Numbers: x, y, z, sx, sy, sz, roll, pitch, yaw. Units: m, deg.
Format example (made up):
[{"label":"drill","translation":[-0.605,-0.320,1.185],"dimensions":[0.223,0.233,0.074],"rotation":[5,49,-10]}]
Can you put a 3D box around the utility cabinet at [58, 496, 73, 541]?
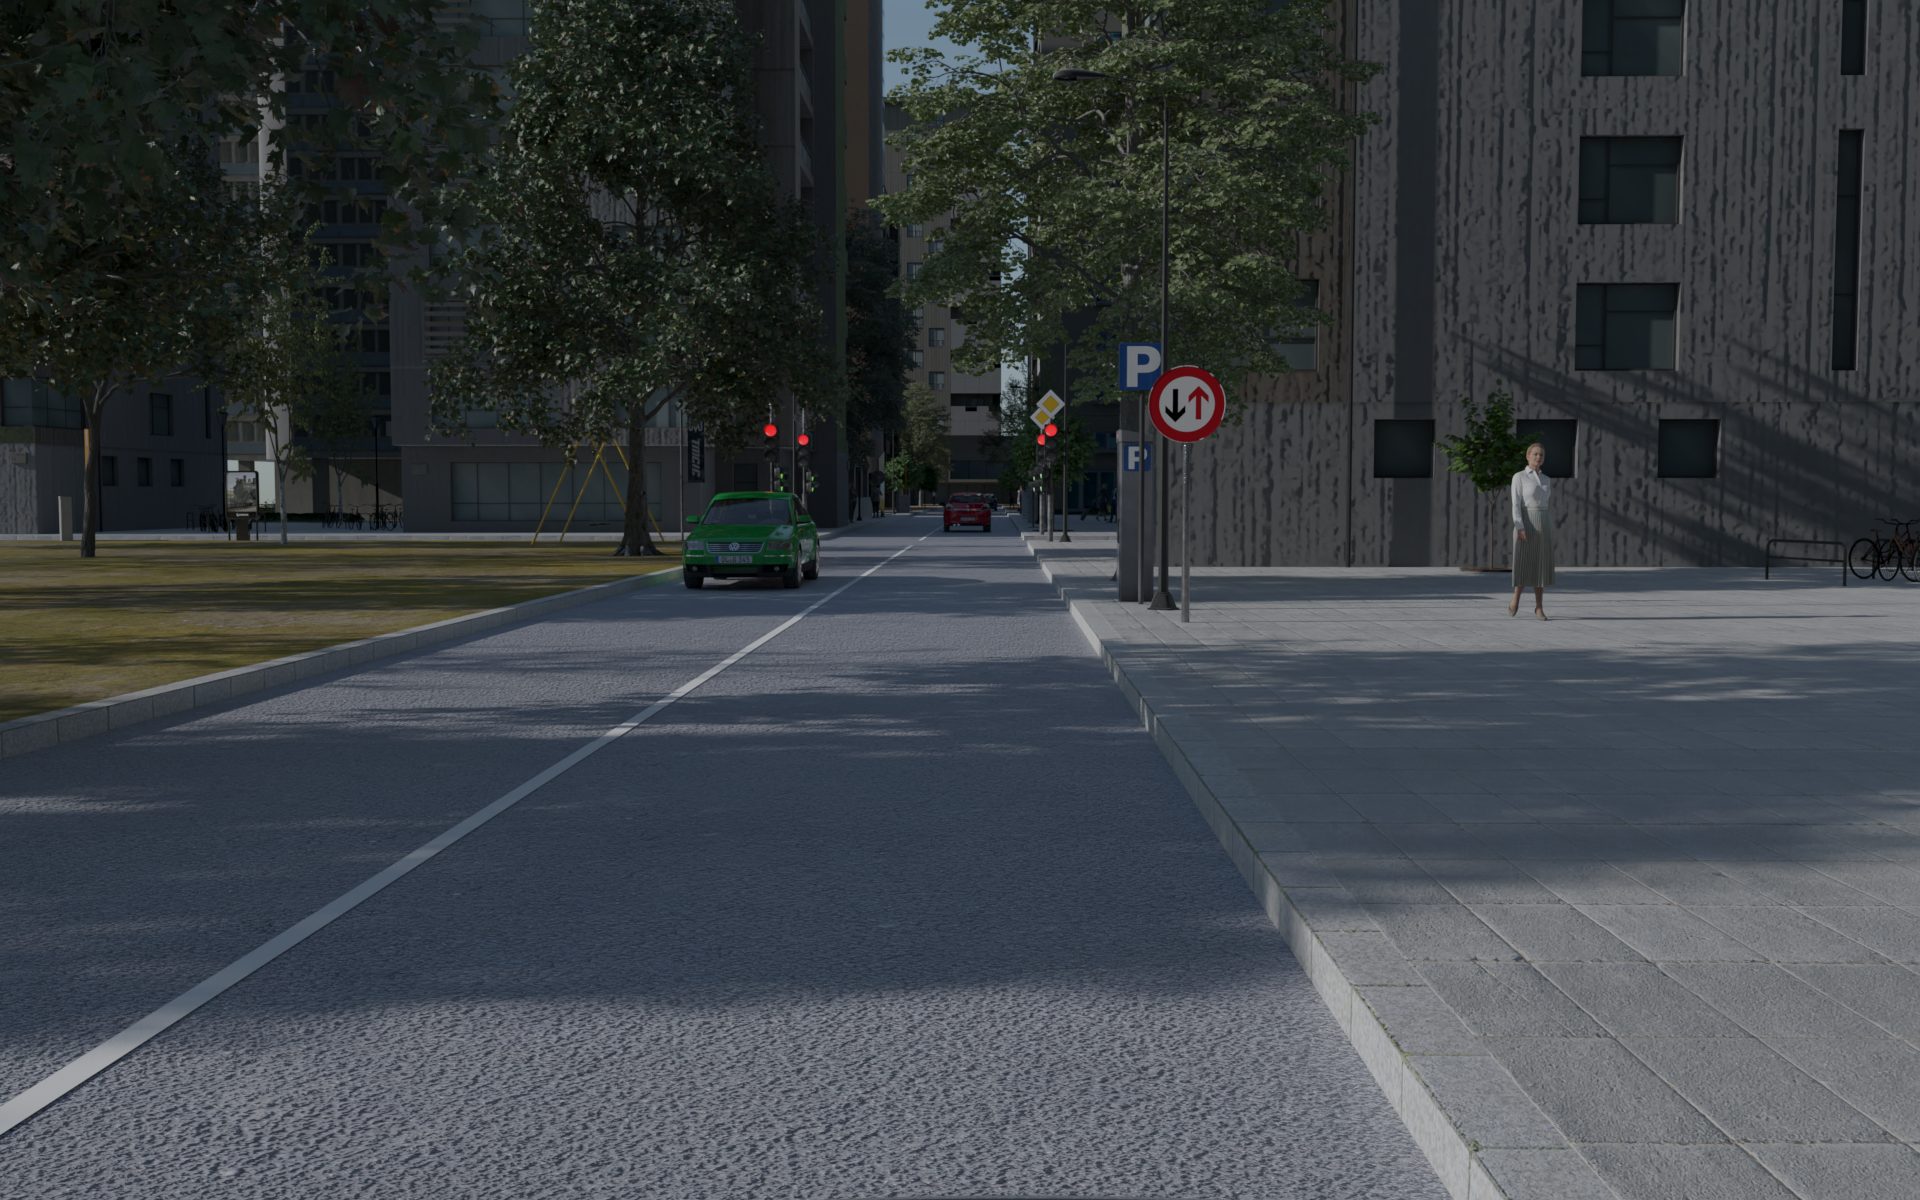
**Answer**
[{"label":"utility cabinet","translation":[-24.633,-2.236,47.728],"dimensions":[0.306,1.237,1.020],"rotation":[-2,4,-30]}]

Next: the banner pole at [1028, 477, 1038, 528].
[{"label":"banner pole","translation":[2.960,-4.642,65.913],"dimensions":[0.863,3.779,0.401],"rotation":[3,5,45]}]

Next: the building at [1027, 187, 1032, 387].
[{"label":"building","translation":[15.861,-34.984,222.099],"dimensions":[14.200,45.320,14.600],"rotation":[0,4,1]}]

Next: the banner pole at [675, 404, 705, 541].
[{"label":"banner pole","translation":[-7.360,-3.501,47.264],"dimensions":[0.863,3.779,0.401],"rotation":[-1,4,-16]}]

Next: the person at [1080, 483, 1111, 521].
[{"label":"person","translation":[6.527,-4.711,83.281],"dimensions":[1.509,1.804,0.699],"rotation":[0,4,-2]}]

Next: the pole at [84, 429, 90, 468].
[{"label":"pole","translation":[-27.354,-3.706,54.433],"dimensions":[0.158,3.312,0.155],"rotation":[0,3,0]}]

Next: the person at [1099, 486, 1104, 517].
[{"label":"person","translation":[8.104,-5.603,97.928],"dimensions":[0.520,1.790,0.573],"rotation":[2,4,24]}]

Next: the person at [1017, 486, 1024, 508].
[{"label":"person","translation":[4.062,-6.571,113.567],"dimensions":[0.616,1.811,0.778],"rotation":[0,4,-4]}]

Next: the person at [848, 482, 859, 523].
[{"label":"person","translation":[-4.696,-4.297,76.482],"dimensions":[0.537,1.800,0.526],"rotation":[-2,4,-30]}]

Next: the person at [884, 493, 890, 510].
[{"label":"person","translation":[-6.237,-8.141,139.116],"dimensions":[1.348,1.831,0.705],"rotation":[-1,4,-13]}]

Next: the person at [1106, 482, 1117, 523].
[{"label":"person","translation":[6.903,-4.338,77.150],"dimensions":[0.721,1.800,0.419],"rotation":[3,5,42]}]

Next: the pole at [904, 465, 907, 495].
[{"label":"pole","translation":[-3.824,-7.849,122.166],"dimensions":[0.158,3.312,0.155],"rotation":[0,3,0]}]

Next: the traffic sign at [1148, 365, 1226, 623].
[{"label":"traffic sign","translation":[2.252,-1.047,17.223],"dimensions":[0.768,2.556,0.104],"rotation":[1,4,10]}]

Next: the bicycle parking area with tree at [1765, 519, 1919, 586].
[{"label":"bicycle parking area with tree","translation":[15.962,-2.211,23.155],"dimensions":[8.231,4.147,9.016],"rotation":[0,4,4]}]

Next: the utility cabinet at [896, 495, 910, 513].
[{"label":"utility cabinet","translation":[-3.945,-6.648,119.853],"dimensions":[1.020,1.237,0.306],"rotation":[-3,5,-45]}]

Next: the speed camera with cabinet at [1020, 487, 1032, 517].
[{"label":"speed camera with cabinet","translation":[3.831,-6.374,98.553],"dimensions":[0.660,3.252,2.038],"rotation":[0,4,-8]}]

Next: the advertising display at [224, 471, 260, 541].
[{"label":"advertising display","translation":[-19.725,-2.593,47.611],"dimensions":[0.974,1.923,0.123],"rotation":[1,4,11]}]

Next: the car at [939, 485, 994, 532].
[{"label":"car","translation":[0.258,-3.514,66.489],"dimensions":[2.155,1.783,4.494],"rotation":[0,4,-1]}]

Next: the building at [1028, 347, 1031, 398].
[{"label":"building","translation":[21.577,-21.047,189.158],"dimensions":[27.650,21.520,28.899],"rotation":[0,4,1]}]

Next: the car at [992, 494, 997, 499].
[{"label":"car","translation":[2.780,-10.148,176.139],"dimensions":[2.015,1.641,3.980],"rotation":[0,4,1]}]

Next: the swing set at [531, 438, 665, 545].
[{"label":"swing set","translation":[-9.357,-2.885,44.785],"dimensions":[2.862,2.851,3.119],"rotation":[0,4,1]}]

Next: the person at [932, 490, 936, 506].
[{"label":"person","translation":[-2.979,-11.404,193.444],"dimensions":[0.436,1.711,0.756],"rotation":[3,5,41]}]

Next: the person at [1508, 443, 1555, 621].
[{"label":"person","translation":[5.837,-0.703,17.766],"dimensions":[0.478,1.798,0.641],"rotation":[0,4,-4]}]

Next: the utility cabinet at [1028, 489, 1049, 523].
[{"label":"utility cabinet","translation":[3.428,-4.128,76.175],"dimensions":[0.318,1.500,1.173],"rotation":[-2,4,-33]}]

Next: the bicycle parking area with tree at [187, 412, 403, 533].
[{"label":"bicycle parking area with tree","translation":[-23.488,-4.573,61.774],"dimensions":[8.231,4.147,9.016],"rotation":[-1,4,-17]}]

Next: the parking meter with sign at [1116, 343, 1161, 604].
[{"label":"parking meter with sign","translation":[2.140,-1.506,20.885],"dimensions":[0.543,3.016,1.738],"rotation":[0,4,2]}]

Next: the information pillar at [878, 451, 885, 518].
[{"label":"information pillar","translation":[-4.309,-6.327,94.799],"dimensions":[0.183,3.616,0.504],"rotation":[3,4,37]}]

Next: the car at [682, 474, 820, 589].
[{"label":"car","translation":[-3.284,-1.155,27.685],"dimensions":[1.959,1.807,4.718],"rotation":[0,4,1]}]

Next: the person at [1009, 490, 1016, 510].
[{"label":"person","translation":[4.327,-8.289,143.032],"dimensions":[0.593,1.643,0.415],"rotation":[0,4,1]}]

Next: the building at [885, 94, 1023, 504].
[{"label":"building","translation":[-5.320,-39.131,229.036],"dimensions":[27.495,52.752,28.713],"rotation":[0,4,1]}]

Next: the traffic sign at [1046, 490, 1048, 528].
[{"label":"traffic sign","translation":[3.254,-3.961,64.873],"dimensions":[0.768,2.556,0.104],"rotation":[1,4,10]}]

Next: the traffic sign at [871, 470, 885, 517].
[{"label":"traffic sign","translation":[-4.405,-5.682,93.001],"dimensions":[0.768,2.556,0.104],"rotation":[0,4,3]}]

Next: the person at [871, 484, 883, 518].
[{"label":"person","translation":[-4.462,-5.281,92.567],"dimensions":[0.592,1.802,0.473],"rotation":[1,4,18]}]

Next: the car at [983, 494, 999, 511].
[{"label":"car","translation":[2.293,-8.257,147.008],"dimensions":[2.014,1.417,4.499],"rotation":[0,4,1]}]
